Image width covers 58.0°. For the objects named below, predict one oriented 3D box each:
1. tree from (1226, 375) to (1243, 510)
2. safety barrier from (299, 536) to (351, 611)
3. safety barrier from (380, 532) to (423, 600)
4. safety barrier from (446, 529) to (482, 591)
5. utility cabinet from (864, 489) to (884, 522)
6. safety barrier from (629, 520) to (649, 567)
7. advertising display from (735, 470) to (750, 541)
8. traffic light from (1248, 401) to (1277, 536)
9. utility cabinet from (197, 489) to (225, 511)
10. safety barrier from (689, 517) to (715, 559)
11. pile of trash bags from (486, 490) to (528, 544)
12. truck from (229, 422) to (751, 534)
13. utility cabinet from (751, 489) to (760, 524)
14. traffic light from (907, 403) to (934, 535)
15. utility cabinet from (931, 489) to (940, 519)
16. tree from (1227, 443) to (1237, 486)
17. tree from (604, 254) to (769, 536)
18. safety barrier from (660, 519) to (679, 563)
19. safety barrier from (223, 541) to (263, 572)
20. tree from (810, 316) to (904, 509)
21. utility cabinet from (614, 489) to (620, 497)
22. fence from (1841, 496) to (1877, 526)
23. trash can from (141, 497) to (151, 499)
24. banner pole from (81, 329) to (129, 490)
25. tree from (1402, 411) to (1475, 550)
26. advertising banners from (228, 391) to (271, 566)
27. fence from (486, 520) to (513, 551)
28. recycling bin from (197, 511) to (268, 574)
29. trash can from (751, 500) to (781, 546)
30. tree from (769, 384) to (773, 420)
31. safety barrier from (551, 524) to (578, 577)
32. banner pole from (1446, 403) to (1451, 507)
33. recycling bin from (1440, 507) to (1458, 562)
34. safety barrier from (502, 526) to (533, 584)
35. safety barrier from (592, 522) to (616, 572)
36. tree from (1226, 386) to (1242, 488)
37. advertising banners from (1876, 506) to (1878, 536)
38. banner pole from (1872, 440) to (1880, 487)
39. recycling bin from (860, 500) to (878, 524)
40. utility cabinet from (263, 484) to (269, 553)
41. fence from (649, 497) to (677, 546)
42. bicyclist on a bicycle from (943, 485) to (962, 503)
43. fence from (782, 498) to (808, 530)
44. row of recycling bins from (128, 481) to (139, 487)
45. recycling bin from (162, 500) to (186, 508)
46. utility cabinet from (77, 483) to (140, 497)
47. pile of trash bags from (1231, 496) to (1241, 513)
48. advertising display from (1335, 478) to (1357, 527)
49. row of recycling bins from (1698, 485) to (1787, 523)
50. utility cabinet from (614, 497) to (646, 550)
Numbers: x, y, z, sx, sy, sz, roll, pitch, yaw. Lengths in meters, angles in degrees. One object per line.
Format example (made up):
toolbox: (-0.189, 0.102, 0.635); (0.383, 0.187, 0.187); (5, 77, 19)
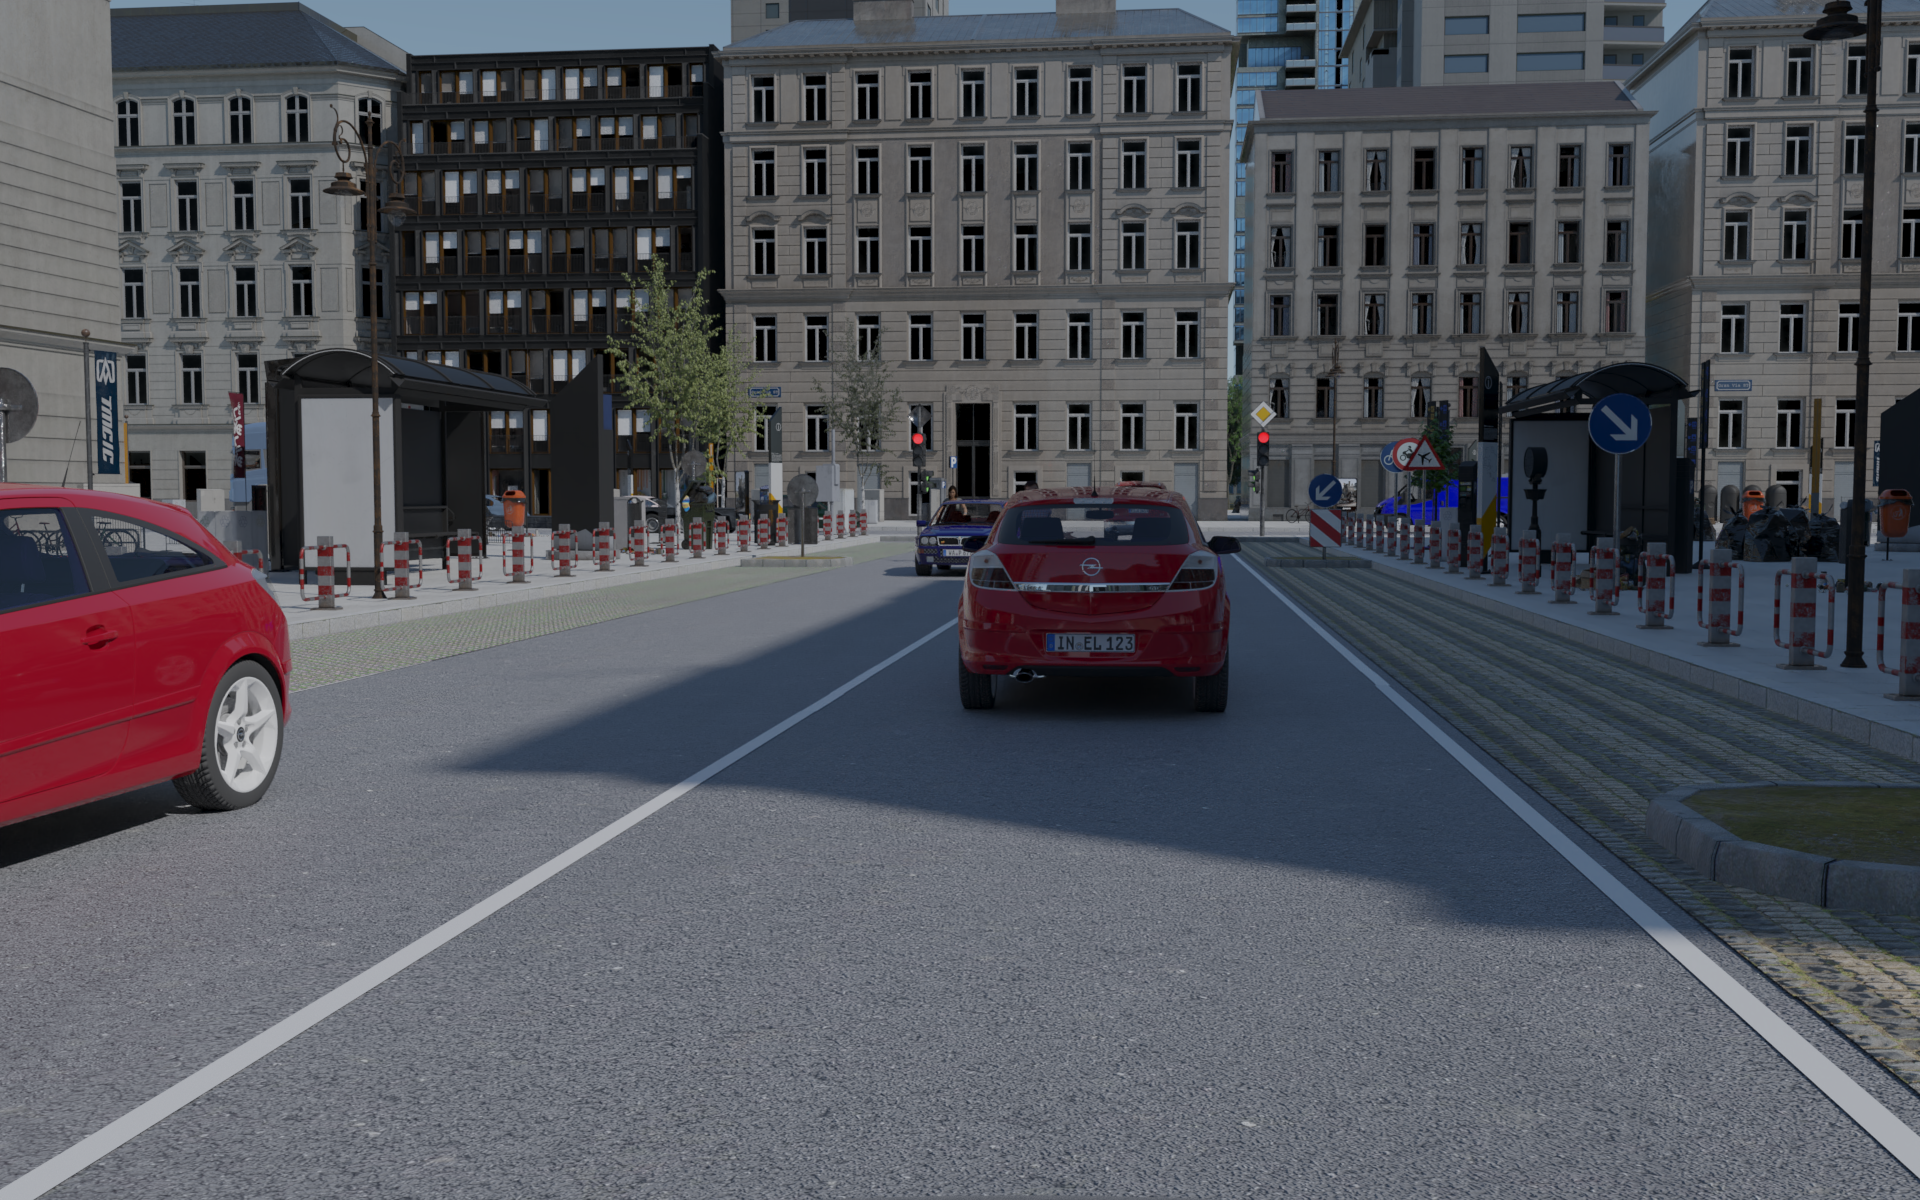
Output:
tree: (22.361, -13.339, 143.842); (9.928, 11.665, 9.643); (0, 3, 0)
safety barrier: (-7.009, -0.298, 19.145); (0.300, 0.817, 1.120); (0, 4, 7)
safety barrier: (-6.786, -0.414, 21.052); (0.300, 0.817, 1.120); (0, 4, 7)
safety barrier: (-6.563, -0.531, 22.956); (0.300, 0.817, 1.120); (0, 4, 7)
utility cabinet: (-4.012, -4.332, 79.510); (1.173, 1.500, 0.318); (3, 5, 42)
safety barrier: (-5.665, -0.998, 30.588); (0.300, 0.817, 1.120); (0, 4, 7)
advertising display: (-5.962, -2.581, 47.416); (0.123, 1.923, 0.974); (-2, 4, -24)
traffic light: (9.151, -3.886, 52.450); (0.839, 4.253, 0.868); (0, 4, 7)
utility cabinet: (-33.363, -4.188, 77.153); (0.318, 1.500, 1.173); (2, 4, 32)
safety barrier: (-5.217, -1.232, 34.411); (0.300, 0.817, 1.120); (0, 4, 7)
pile of trash bags: (-12.346, -2.064, 43.501); (3.447, 1.369, 1.912); (1, 4, 22)
truck: (-16.824, -4.342, 60.757); (18.799, 4.110, 2.967); (0, 4, 5)
utility cabinet: (-8.225, -3.864, 71.863); (0.318, 1.500, 1.173); (-3, 5, -40)
traffic light: (-1.241, -3.959, 53.649); (0.839, 4.253, 0.868); (0, 4, 7)
utility cabinet: (-1.104, -4.274, 78.554); (0.318, 1.500, 1.173); (0, 4, 5)
tree: (30.611, -18.577, 210.394); (9.857, 13.997, 8.962); (0, 3, 0)
tree: (-8.679, -6.266, 52.813); (4.737, 8.622, 4.395); (0, 3, 0)
safety barrier: (-5.444, -1.115, 32.507); (0.300, 0.817, 1.120); (0, 4, 7)
safety barrier: (-7.234, -0.181, 17.241); (0.300, 0.817, 1.120); (0, 4, 7)
tree: (-4.039, -7.396, 71.286); (4.360, 8.622, 3.978); (0, 3, 0)
utility cabinet: (-14.747, -3.940, 73.090); (0.318, 1.500, 1.173); (1, 4, 16)
fence: (36.440, -3.596, 70.005); (2.264, 1.192, 0.480); (-1, 4, -18)
trash can: (-40.166, -4.496, 85.169); (0.748, 1.137, 0.748); (0, 3, 0)
banner pole: (-13.184, -2.236, 26.570); (0.401, 3.779, 0.863); (1, 4, 16)
tree: (11.094, -2.782, 40.094); (1.663, 3.219, 1.824); (0, 3, 0)
advertising banners: (-12.359, -2.103, 30.572); (0.090, 3.025, 2.074); (0, 4, 5)
fence: (-10.993, -1.497, 39.851); (2.069, 0.683, 0.278); (2, 4, 32)
recycling bin: (-10.937, -0.826, 26.061); (0.722, 1.027, 0.722); (1, 4, 19)
trash can: (-4.814, -1.919, 43.032); (0.748, 1.137, 0.748); (0, 3, 0)
tree: (-10.292, -7.661, 75.614); (4.737, 8.622, 4.395); (0, 3, 0)
safety barrier: (-6.111, -0.765, 26.778); (0.300, 0.817, 1.120); (0, 4, 7)
banner pole: (13.323, -3.536, 47.833); (0.401, 3.779, 0.863); (-1, 4, -20)
recycling bin: (9.577, -1.247, 32.938); (0.722, 1.027, 0.722); (3, 4, 36)
safety barrier: (-6.340, -0.647, 24.859); (0.300, 0.817, 1.120); (0, 4, 7)
safety barrier: (-5.890, -0.881, 28.685); (0.300, 0.817, 1.120); (0, 4, 7)
tree: (27.204, -16.022, 178.972); (9.611, 12.733, 9.660); (0, 3, 0)
advertising banners: (27.772, -3.309, 50.287); (0.090, 3.025, 2.074); (-3, 5, -42)
banner pole: (37.774, -4.944, 70.848); (0.863, 3.779, 0.401); (1, 4, 15)
recycling bin: (-3.899, -3.777, 74.303); (0.722, 1.027, 0.722); (0, 4, 2)
utility cabinet: (-14.767, -1.766, 37.549); (0.318, 1.500, 1.173); (1, 4, 9)
fence: (-7.500, -1.986, 43.680); (0.480, 1.192, 2.264); (-1, 4, -15)
bicyclist on a bicycle: (-0.158, -1.604, 36.245); (1.499, 1.676, 1.625); (0, 4, 8)
fence: (-5.286, -2.598, 53.687); (0.480, 1.192, 2.264); (2, 4, 27)
row of recycling bins: (-25.445, -2.742, 51.946); (1.069, 1.692, 3.534); (0, 4, -8)
recycling bin: (-35.808, -4.058, 78.904); (0.722, 1.027, 0.722); (1, 4, 23)
utility cabinet: (-18.013, -1.713, 36.683); (0.318, 1.500, 1.173); (3, 5, 40)
pile of trash bags: (19.506, -6.485, 115.782); (1.912, 1.369, 3.447); (-1, 4, -11)
advertising display: (15.225, -3.860, 68.328); (0.974, 1.923, 0.123); (-1, 4, -22)
row of recycling bins: (34.230, -4.203, 75.836); (3.534, 1.692, 1.069); (2, 4, 24)
utility cabinet: (-7.737, -1.766, 40.031); (1.020, 1.237, 0.306); (2, 4, 31)
